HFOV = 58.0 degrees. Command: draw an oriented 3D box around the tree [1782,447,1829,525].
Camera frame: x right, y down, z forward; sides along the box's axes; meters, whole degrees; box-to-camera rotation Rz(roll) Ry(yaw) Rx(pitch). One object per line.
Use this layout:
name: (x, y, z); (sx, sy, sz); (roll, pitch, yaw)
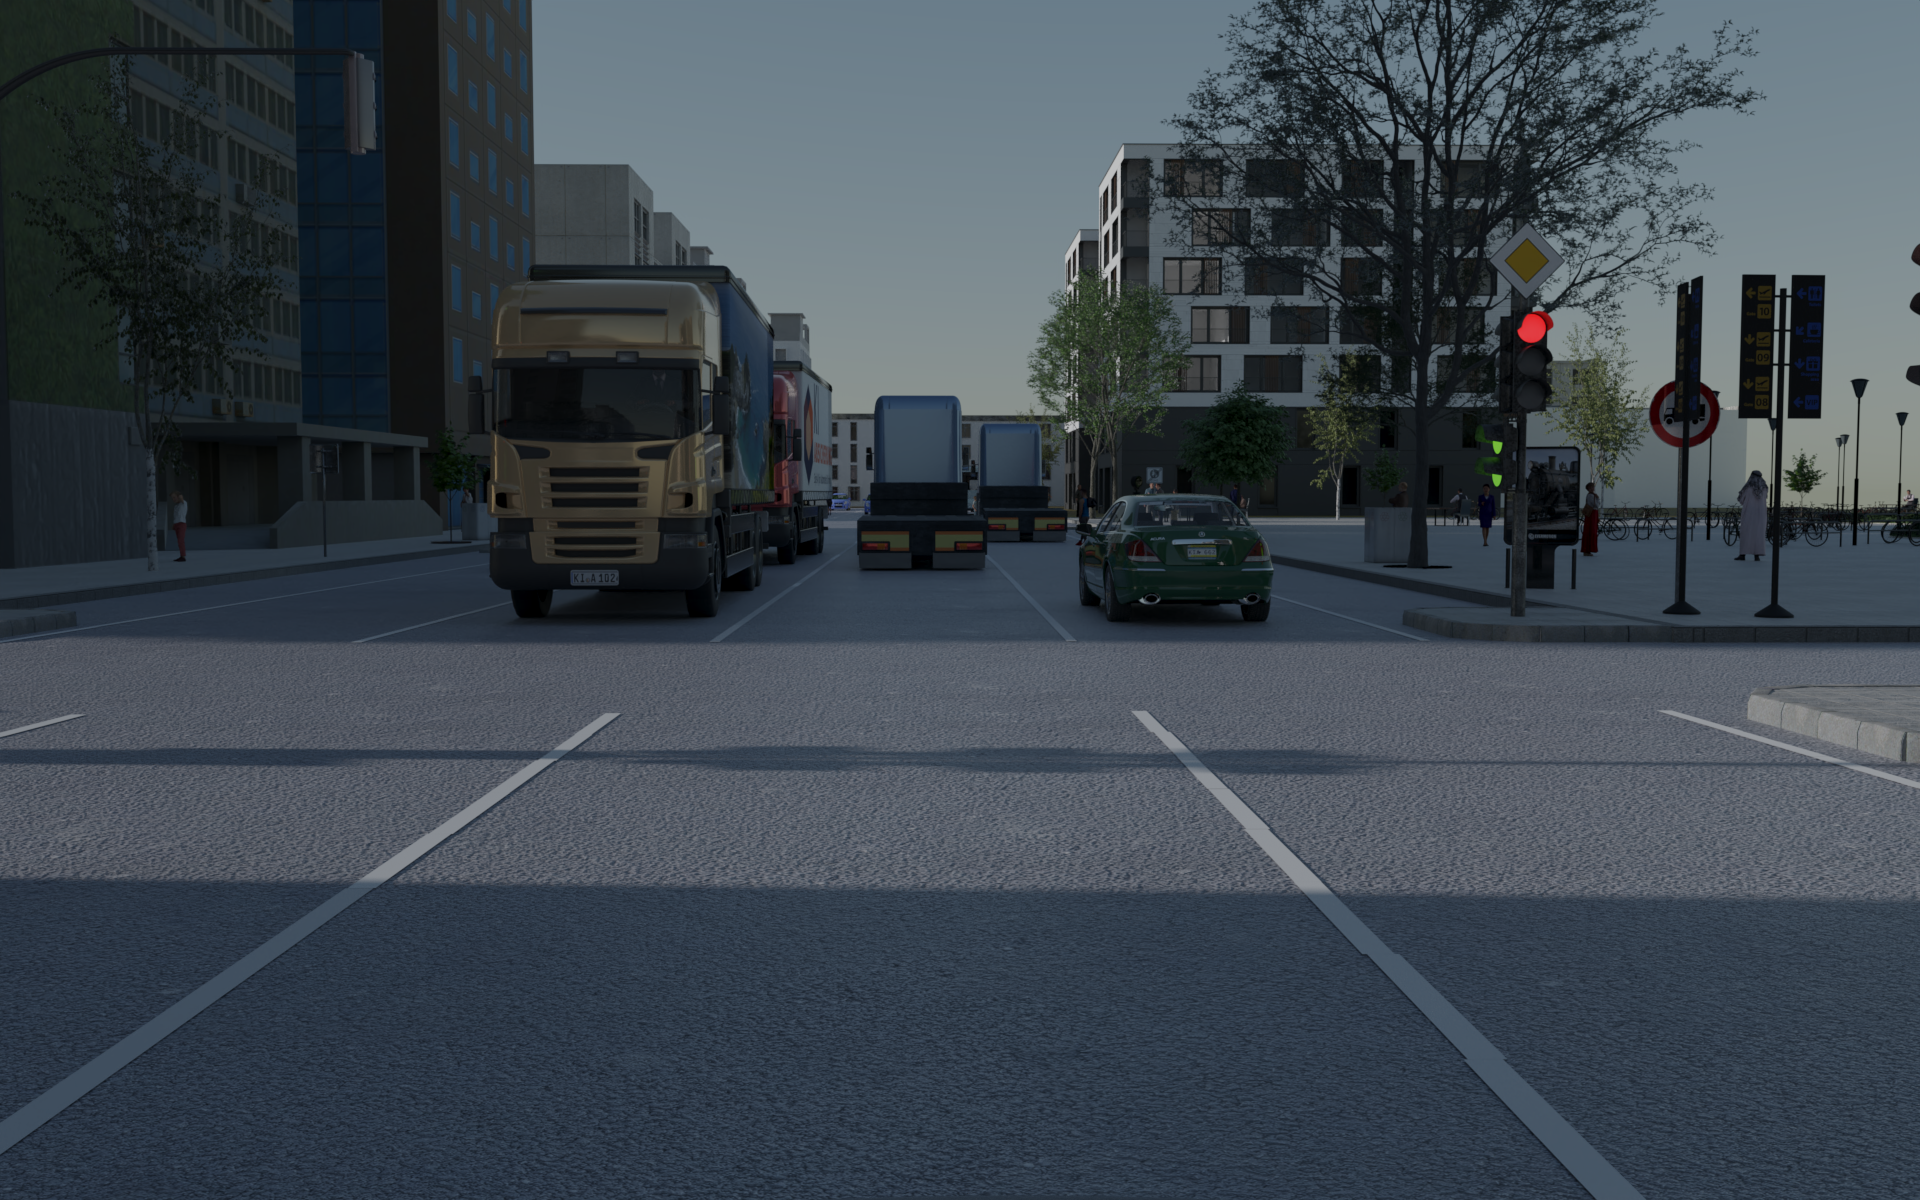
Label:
tree: (34.989, -4.739, 72.077); (1.663, 3.219, 1.824); (0, 3, 0)

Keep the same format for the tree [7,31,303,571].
tree: (-13.254, -4.795, 28.758); (4.360, 8.622, 3.978); (0, 3, 0)

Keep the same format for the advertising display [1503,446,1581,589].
advertising display: (7.868, -1.114, 23.434); (0.974, 1.923, 0.123); (1, 4, 20)

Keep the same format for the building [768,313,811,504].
building: (-22.186, -20.242, 187.383); (11.380, 20.091, 16.016); (0, 4, -1)

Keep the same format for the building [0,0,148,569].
building: (-23.196, -20.980, 26.623); (14.154, 41.232, 14.086); (0, 4, -1)

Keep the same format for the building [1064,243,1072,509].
building: (22.823, -18.739, 150.362); (27.936, 21.610, 32.646); (0, 4, -1)

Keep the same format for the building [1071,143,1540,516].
building: (23.088, -16.746, 117.775); (27.936, 21.610, 32.646); (0, 4, -1)

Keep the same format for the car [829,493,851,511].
car: (-10.359, -8.548, 149.350); (1.945, 1.707, 3.694); (0, 4, 0)

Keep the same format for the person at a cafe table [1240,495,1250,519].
person at a cafe table: (13.922, -4.753, 88.571); (1.726, 1.238, 1.698); (0, 4, 2)

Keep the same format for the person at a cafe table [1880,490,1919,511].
person at a cafe table: (51.021, -5.204, 93.607); (1.622, 1.524, 1.698); (-1, 4, -21)

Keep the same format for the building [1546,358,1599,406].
building: (50.931, -19.757, 189.479); (31.486, 18.905, 16.747); (0, 4, -1)

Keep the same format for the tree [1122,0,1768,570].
tree: (8.093, -7.296, 29.661); (12.009, 13.543, 11.850); (0, 3, 0)

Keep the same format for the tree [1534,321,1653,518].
tree: (26.598, -7.490, 72.827); (4.737, 8.622, 4.395); (0, 3, 0)

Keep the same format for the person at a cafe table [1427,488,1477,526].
person at a cafe table: (19.924, -3.735, 69.582); (1.698, 1.524, 1.622); (-1, 4, -15)

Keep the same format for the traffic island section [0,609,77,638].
traffic island section: (-10.562, 0.270, 17.861); (2.009, 0.180, 2.903); (0, 4, -1)

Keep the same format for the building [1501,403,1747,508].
building: (60.205, -13.543, 163.576); (28.070, 9.664, 9.099); (0, 4, -1)

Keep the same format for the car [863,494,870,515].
car: (-5.850, -6.848, 121.557); (1.945, 1.707, 3.694); (0, 4, -2)

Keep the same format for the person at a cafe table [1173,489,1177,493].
person at a cafe table: (9.872, -4.309, 78.973); (1.698, 1.524, 1.622); (1, 4, 15)

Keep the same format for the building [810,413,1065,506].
building: (-2.188, -14.850, 184.943); (28.070, 9.664, 9.099); (0, 4, -1)

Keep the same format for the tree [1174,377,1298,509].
tree: (7.897, -3.961, 48.484); (4.285, 4.588, 4.351); (0, 3, 0)

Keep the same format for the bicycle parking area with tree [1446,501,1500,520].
bicycle parking area with tree: (29.167, -5.978, 84.743); (9.016, 4.147, 8.231); (-1, 4, -9)

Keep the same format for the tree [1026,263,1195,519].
tree: (6.989, -9.373, 79.004); (9.928, 11.665, 9.643); (0, 3, 0)

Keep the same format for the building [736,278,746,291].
building: (-24.480, -18.452, 158.108); (11.380, 20.091, 16.016); (0, 4, -1)

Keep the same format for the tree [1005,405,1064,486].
tree: (6.411, -11.615, 140.259); (4.737, 8.622, 4.395); (0, 3, 0)

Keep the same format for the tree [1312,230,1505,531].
tree: (15.700, -7.659, 59.634); (7.601, 10.594, 8.767); (0, 4, -1)

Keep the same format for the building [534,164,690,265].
building: (-26.410, -14.819, 108.756); (16.747, 18.905, 31.486); (0, 4, -1)

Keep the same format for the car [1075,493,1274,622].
car: (2.512, -0.556, 20.884); (2.131, 1.459, 4.920); (0, 4, -2)

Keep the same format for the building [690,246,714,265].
building: (-25.742, -16.741, 130.129); (16.016, 20.091, 11.380); (0, 4, -1)

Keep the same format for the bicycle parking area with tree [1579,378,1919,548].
bicycle parking area with tree: (21.422, -3.583, 45.583); (9.016, 4.147, 8.231); (0, 4, -4)

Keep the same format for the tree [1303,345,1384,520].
tree: (18.916, -8.301, 86.092); (4.737, 8.622, 4.395); (0, 3, 0)

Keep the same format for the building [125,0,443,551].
building: (-32.192, -21.650, 45.859); (32.217, 40.220, 23.993); (0, 4, -1)

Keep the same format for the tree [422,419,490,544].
tree: (-13.222, -3.074, 44.862); (1.663, 3.219, 1.824); (0, 3, 0)

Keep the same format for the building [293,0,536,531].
building: (-24.605, -25.370, 64.917); (14.600, 45.320, 14.200); (0, 4, -1)

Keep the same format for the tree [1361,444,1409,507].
tree: (16.175, -4.397, 66.489); (1.663, 3.219, 1.824); (0, 3, 0)
